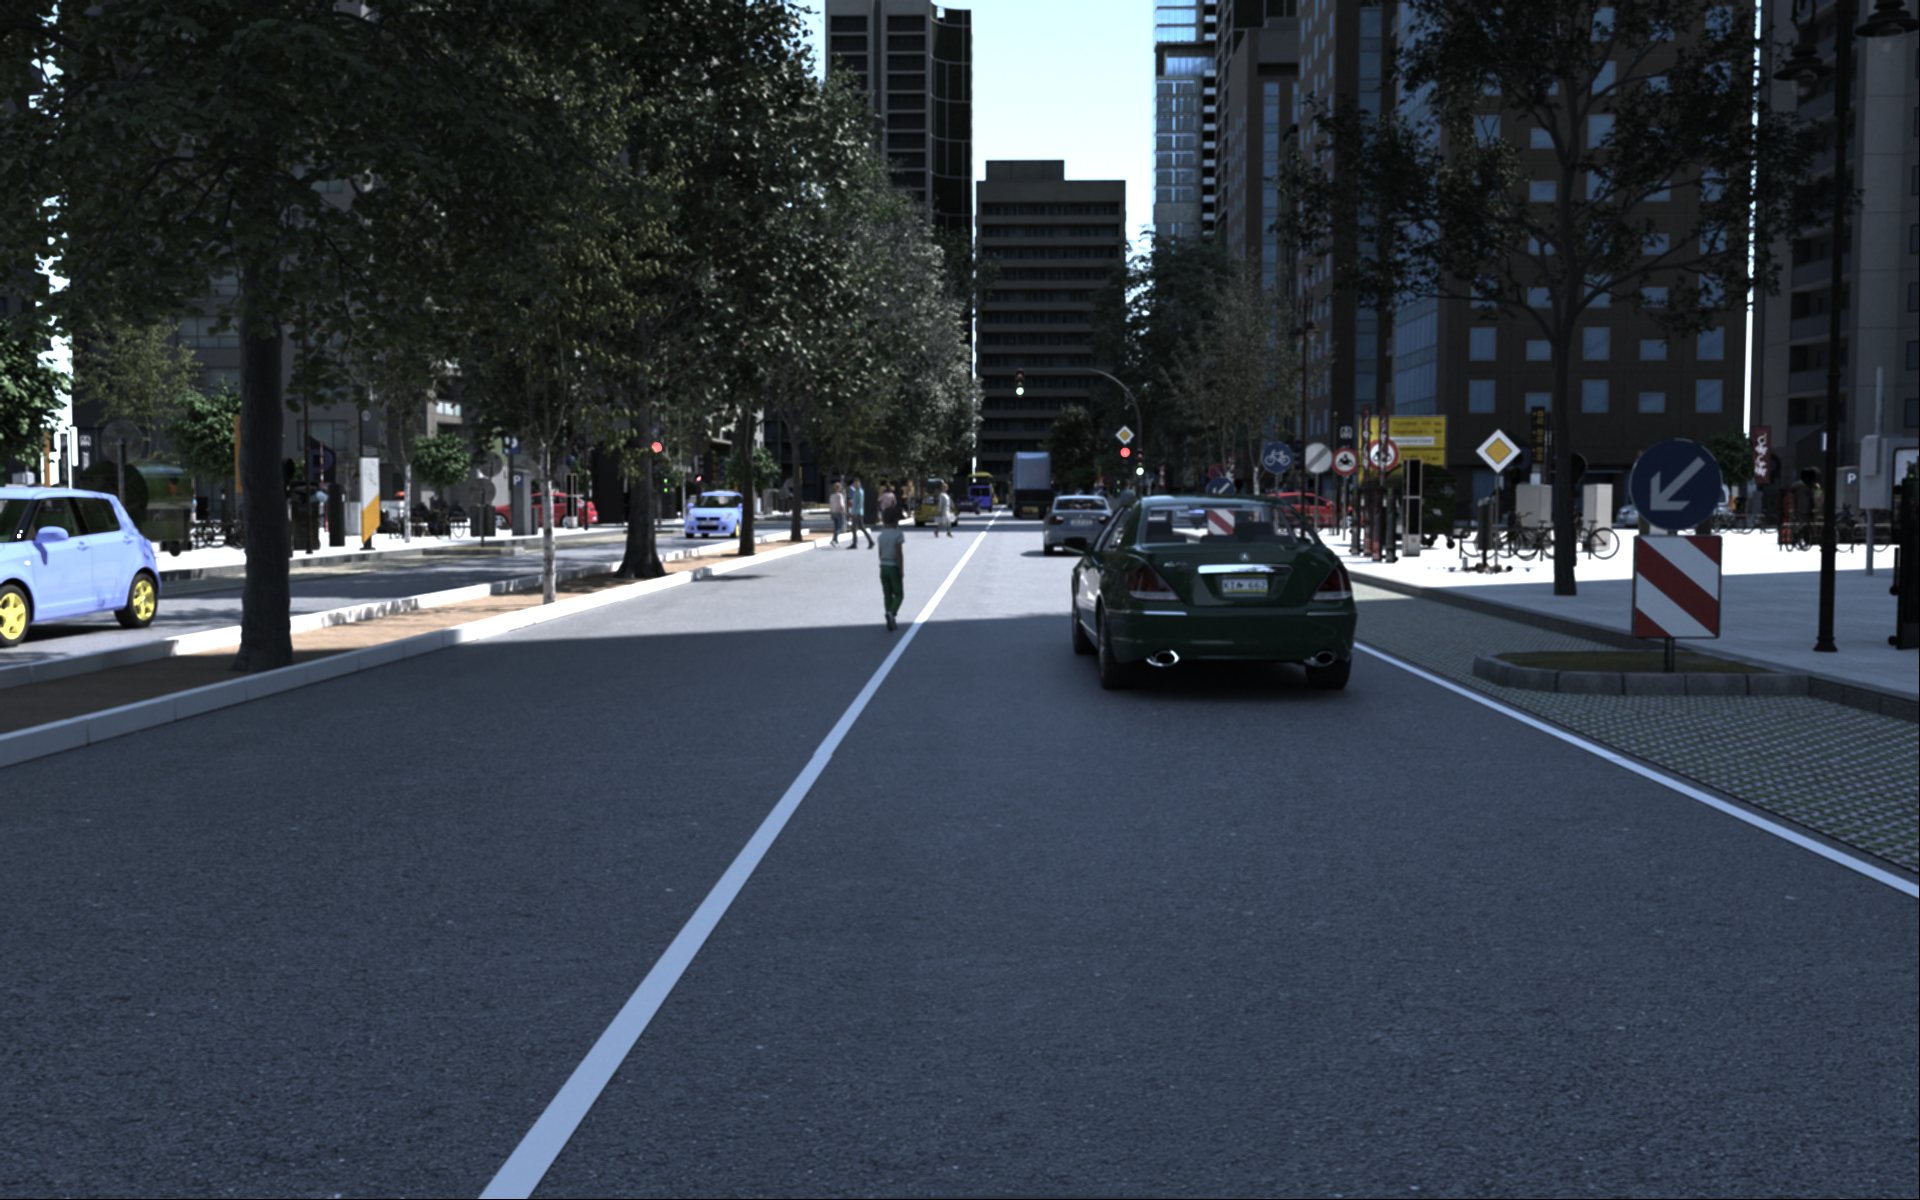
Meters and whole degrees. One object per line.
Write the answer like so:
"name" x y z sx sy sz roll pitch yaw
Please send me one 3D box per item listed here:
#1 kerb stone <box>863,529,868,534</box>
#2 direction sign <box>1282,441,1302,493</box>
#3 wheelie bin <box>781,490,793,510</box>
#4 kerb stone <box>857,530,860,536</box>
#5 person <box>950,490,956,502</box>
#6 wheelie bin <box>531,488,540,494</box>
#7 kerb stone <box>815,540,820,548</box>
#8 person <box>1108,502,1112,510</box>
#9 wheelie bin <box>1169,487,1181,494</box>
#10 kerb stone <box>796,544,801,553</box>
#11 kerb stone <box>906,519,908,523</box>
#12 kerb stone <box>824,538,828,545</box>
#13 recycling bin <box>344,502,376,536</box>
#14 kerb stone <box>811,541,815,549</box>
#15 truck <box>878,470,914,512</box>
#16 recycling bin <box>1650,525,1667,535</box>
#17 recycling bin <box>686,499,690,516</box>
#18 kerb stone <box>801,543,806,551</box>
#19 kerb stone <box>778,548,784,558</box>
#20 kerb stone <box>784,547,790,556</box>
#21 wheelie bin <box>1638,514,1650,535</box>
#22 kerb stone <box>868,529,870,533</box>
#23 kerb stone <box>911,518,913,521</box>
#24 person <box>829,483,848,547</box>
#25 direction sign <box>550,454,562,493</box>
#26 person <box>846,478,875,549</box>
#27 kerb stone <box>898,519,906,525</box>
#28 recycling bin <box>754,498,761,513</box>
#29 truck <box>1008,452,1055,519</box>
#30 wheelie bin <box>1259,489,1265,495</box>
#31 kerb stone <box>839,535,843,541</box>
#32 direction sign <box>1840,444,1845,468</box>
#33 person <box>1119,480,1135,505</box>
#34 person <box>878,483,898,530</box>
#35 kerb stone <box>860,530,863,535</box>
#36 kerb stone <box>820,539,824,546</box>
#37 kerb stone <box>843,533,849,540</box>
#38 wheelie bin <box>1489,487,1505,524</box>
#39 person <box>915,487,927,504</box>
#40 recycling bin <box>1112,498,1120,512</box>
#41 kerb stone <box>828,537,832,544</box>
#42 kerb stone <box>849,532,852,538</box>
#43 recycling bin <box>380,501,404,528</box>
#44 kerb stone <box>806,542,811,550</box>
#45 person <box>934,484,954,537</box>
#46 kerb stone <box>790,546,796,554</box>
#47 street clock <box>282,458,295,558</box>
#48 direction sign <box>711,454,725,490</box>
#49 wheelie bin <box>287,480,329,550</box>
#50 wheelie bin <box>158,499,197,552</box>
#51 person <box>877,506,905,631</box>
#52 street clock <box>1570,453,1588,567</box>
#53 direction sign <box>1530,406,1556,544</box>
"kerb stone" -3.474 -2.413 61.669 0.120 0.150 1.000 0 4 2
"direction sign" 14.180 -5.005 73.822 0.379 3.537 0.876 -3 5 -43
"wheelie bin" -13.653 -7.875 136.666 0.980 1.594 0.693 -1 4 -19
"kerb stone" -3.565 -2.224 58.590 0.120 0.150 1.000 0 4 2
"person" -0.713 -9.704 167.238 0.705 1.814 1.350 1 4 18
"wheelie bin" -20.884 -4.695 84.676 0.693 1.594 0.980 -2 4 -27
"kerb stone" -3.933 -1.475 46.307 0.120 0.150 1.000 0 4 2
"person" 4.246 -2.262 50.504 0.505 1.210 0.382 1 4 21
"wheelie bin" 9.936 -4.414 80.084 0.980 1.594 0.693 0 4 -6
"kerb stone" -4.054 -1.224 42.214 0.120 0.150 1.000 0 4 2
"kerb stone" -2.774 -3.820 84.685 0.120 0.150 1.000 0 4 2
"kerb stone" -3.874 -1.600 48.350 0.120 0.150 1.000 0 4 2
"recycling bin" -18.492 -2.493 53.318 0.722 1.027 0.722 2 4 32
"kerb stone" -3.972 -1.412 45.285 0.120 0.150 1.000 0 4 2
"truck" -5.132 -8.812 140.003 3.469 3.379 9.791 0 4 1
"recycling bin" 20.499 -2.319 50.462 0.722 1.027 0.722 1 4 22
"recycling bin" -17.575 -6.189 113.745 0.722 1.027 0.722 -1 4 -11
"kerb stone" -4.025 -1.287 43.235 0.120 0.150 1.000 0 4 2
"kerb stone" -4.149 -1.036 39.128 0.120 0.150 1.000 0 4 2
"kerb stone" -4.119 -1.099 40.159 0.120 0.150 1.000 0 4 2
"wheelie bin" 20.775 -2.711 52.239 0.693 1.594 0.980 2 4 30
"kerb stone" -3.440 -2.477 62.690 0.120 0.150 1.000 0 4 2
"kerb stone" -2.649 -4.073 88.786 0.120 0.150 1.000 0 4 2
"person" -3.307 -2.285 46.529 0.731 1.740 0.598 2 4 33
"direction sign" -21.522 -6.133 92.267 0.876 3.537 0.379 2 4 34
"person" -2.597 -2.245 45.073 0.748 1.841 0.638 0 4 3
"kerb stone" -2.810 -3.760 83.664 0.120 0.150 1.000 0 4 2
"recycling bin" -13.633 -6.256 114.845 0.722 1.027 0.722 1 4 15
"truck" 4.628 -7.084 105.587 2.967 4.110 18.799 0 4 0
"wheelie bin" 20.393 -6.555 115.081 0.693 1.594 0.980 -3 4 -37
"kerb stone" -3.739 -1.850 52.449 0.120 0.150 1.000 0 4 2
"direction sign" 39.982 -5.293 78.529 0.379 3.537 0.876 1 4 18
"person" 4.565 -2.365 47.184 0.581 1.822 0.654 -1 4 -9
"person" -2.104 -2.640 52.249 0.593 1.750 0.643 -3 5 -39
"kerb stone" -3.528 -2.282 59.612 0.120 0.150 1.000 0 4 2
"kerb stone" -3.901 -1.531 47.328 0.120 0.150 1.000 0 4 2
"kerb stone" -3.685 -1.972 54.497 0.120 0.150 1.000 0 4 2
"wheelie bin" 22.868 -4.012 73.497 0.693 1.594 0.980 2 4 32
"person" -1.890 -4.691 85.559 0.716 1.782 0.532 0 4 1
"recycling bin" 10.058 -5.884 108.764 0.722 1.027 0.722 -3 4 -36
"kerb stone" -3.841 -1.663 49.379 0.120 0.150 1.000 0 4 2
"kerb stone" -3.654 -2.037 55.519 0.120 0.150 1.000 0 4 2
"recycling bin" -20.793 -3.116 63.505 0.722 1.027 0.722 0 4 -4
"kerb stone" -3.994 -1.350 44.264 0.120 0.150 1.000 0 4 2
"person" -0.535 -2.966 57.342 0.624 1.780 0.694 2 4 34
"kerb stone" -4.093 -1.161 41.185 0.120 0.150 1.000 0 4 2
"street clock" -13.502 -1.841 34.676 0.358 2.002 0.471 0 4 2
"direction sign" -13.734 -6.502 98.310 0.876 3.537 0.379 -3 5 -41
"wheelie bin" -14.960 -1.941 39.637 0.980 1.594 0.693 -1 4 -23
"wheelie bin" -17.688 -1.894 38.872 0.980 1.594 0.693 -3 4 -38
"person" -0.726 -0.330 18.148 0.306 1.304 0.590 1 4 9
"street clock" 10.822 -1.594 30.633 0.471 2.002 0.358 2 4 28
"direction sign" 15.172 -3.225 44.733 0.876 3.537 0.379 0 4 7
